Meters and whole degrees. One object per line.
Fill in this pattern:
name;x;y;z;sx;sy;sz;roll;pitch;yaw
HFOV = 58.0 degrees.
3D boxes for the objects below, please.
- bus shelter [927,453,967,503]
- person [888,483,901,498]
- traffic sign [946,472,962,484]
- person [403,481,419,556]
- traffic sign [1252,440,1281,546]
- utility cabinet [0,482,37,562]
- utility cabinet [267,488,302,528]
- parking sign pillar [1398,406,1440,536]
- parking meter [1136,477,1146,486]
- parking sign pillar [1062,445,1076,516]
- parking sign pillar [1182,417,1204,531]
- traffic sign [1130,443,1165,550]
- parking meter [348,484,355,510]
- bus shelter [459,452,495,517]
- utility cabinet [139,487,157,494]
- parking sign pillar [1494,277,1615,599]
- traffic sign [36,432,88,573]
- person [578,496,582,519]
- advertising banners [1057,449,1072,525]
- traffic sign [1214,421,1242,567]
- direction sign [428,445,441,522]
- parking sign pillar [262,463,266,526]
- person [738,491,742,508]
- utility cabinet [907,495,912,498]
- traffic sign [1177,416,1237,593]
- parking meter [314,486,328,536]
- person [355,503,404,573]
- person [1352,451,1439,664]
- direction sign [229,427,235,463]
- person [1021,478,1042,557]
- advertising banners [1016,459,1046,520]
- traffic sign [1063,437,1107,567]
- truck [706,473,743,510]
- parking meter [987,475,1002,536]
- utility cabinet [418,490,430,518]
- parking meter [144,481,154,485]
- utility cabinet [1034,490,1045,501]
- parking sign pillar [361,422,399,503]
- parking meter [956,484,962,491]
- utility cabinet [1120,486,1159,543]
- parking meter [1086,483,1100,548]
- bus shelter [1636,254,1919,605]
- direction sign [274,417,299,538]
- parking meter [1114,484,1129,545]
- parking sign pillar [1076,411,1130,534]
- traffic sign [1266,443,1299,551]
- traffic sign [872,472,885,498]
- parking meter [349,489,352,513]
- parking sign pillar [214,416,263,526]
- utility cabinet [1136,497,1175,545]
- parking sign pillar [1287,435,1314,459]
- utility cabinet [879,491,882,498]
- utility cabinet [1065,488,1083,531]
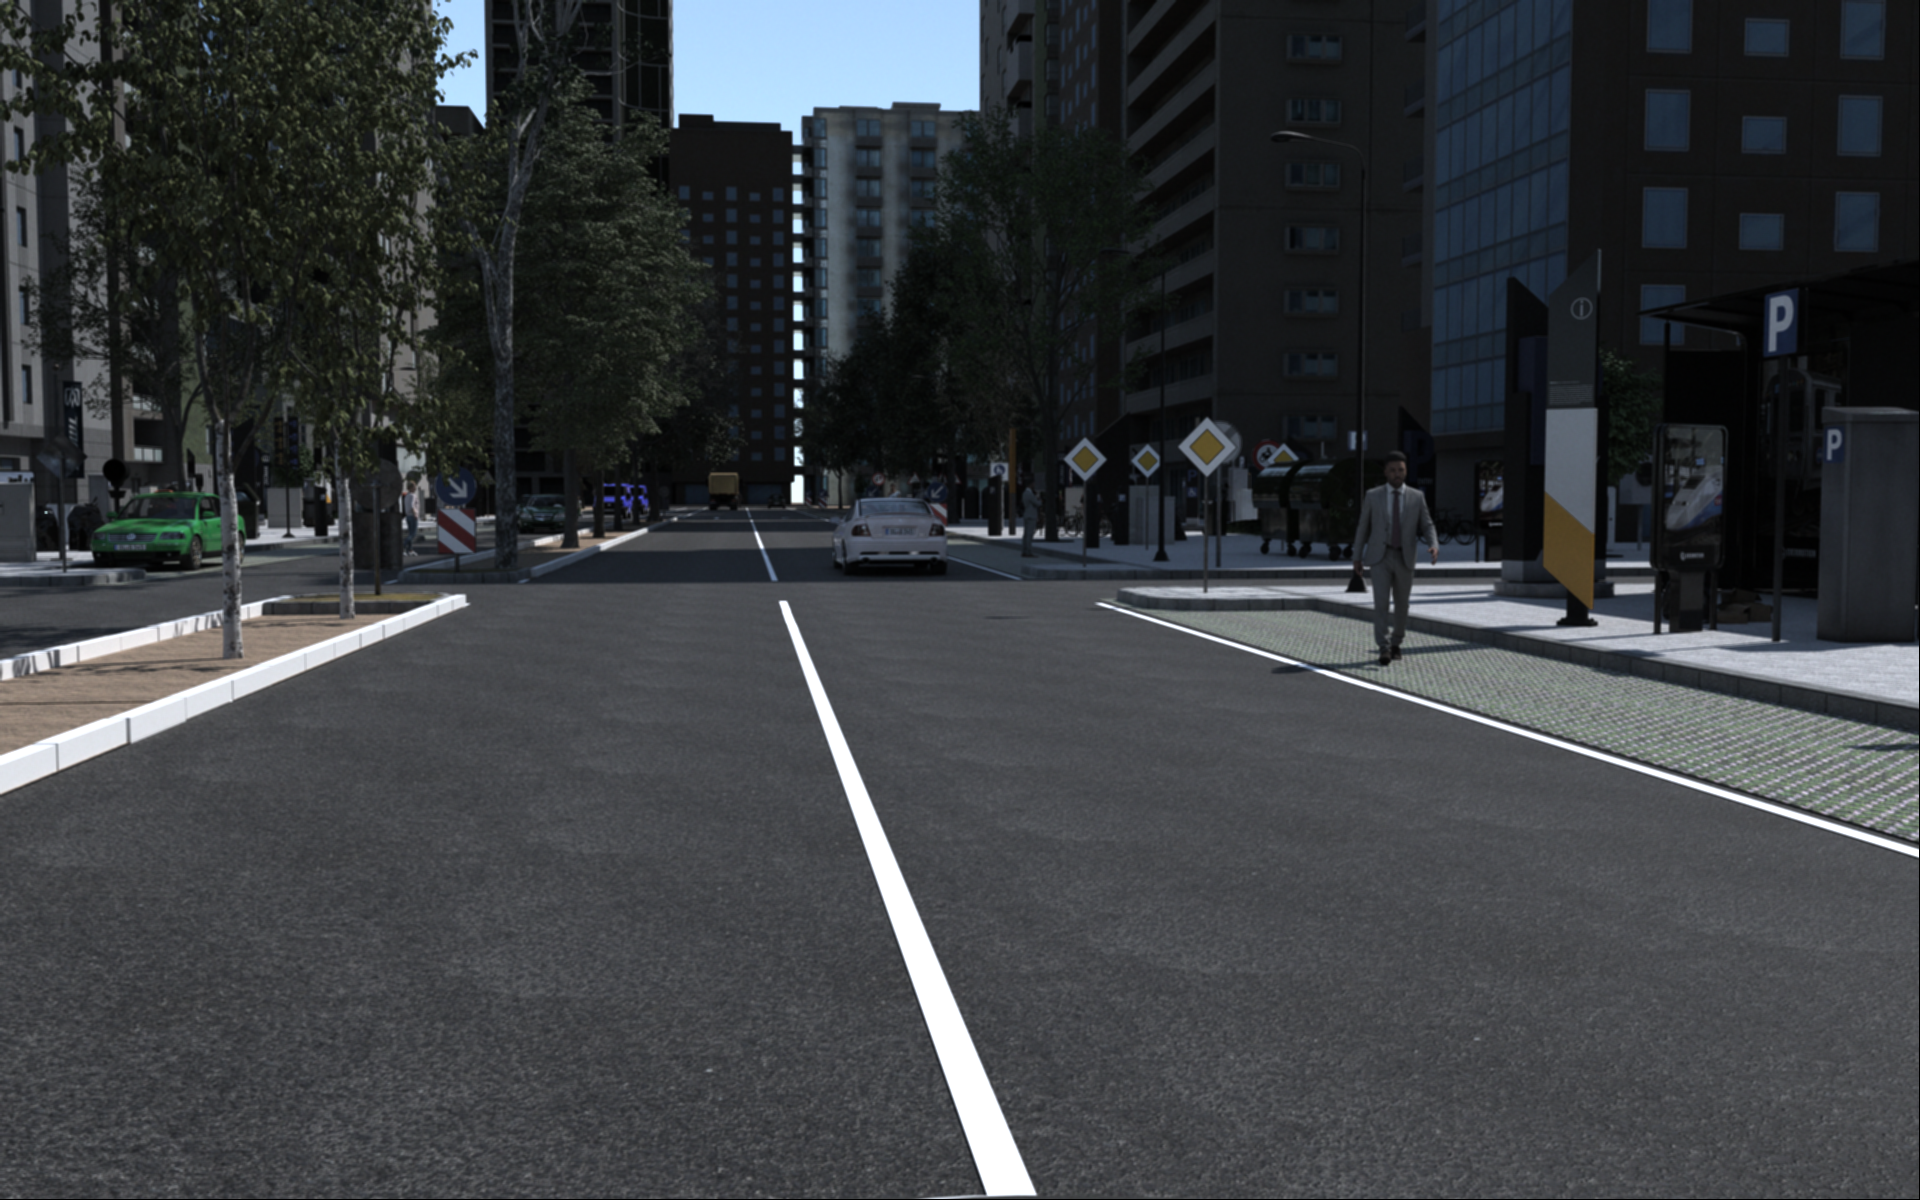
bus shelter;-0.763;-6.752;101.685;1.731;3.624;6.357;0;4;-7
person;-2.350;-3.203;60.956;0.616;1.811;0.778;2;4;26
traffic sign;-0.322;-5.675;92.795;0.884;2.594;0.081;0;4;-5
person;-12.738;-1.887;40.022;0.731;1.740;0.598;3;5;39
traffic sign;7.224;-2.482;40.680;0.768;2.556;0.104;0;4;1
utility cabinet;-18.033;-1.456;32.490;1.173;1.500;0.318;-1;4;-12
utility cabinet;-25.107;-3.407;64.385;1.173;1.500;0.318;-1;4;-16
parking sign pillar;14.060;-3.965;53.307;1.447;3.967;1.447;-2;4;-34
parking meter;6.171;-3.239;58.676;0.399;1.863;0.255;0;4;6
parking sign pillar;6.310;-6.491;94.603;1.447;3.967;1.447;1;4;23
parking sign pillar;8.114;-4.396;60.349;1.447;3.967;1.447;1;4;9
traffic sign;4.279;-2.350;39.609;0.795;2.450;0.064;0;4;-5
parking meter;-35.182;-5.777;100.168;0.255;1.863;0.399;1;4;10
bus shelter;-27.501;-6.639;99.825;1.731;3.624;6.357;0;4;-7
utility cabinet;-24.127;-2.619;51.500;0.318;1.500;1.173;-1;4;-15
parking sign pillar;7.488;-2.035;21.738;1.447;3.967;1.447;-1;4;-21
traffic sign;-14.631;-1.505;28.245;0.795;2.450;0.064;0;4;-7
person;-22.052;-5.357;100.330;0.306;1.304;0.590;1;4;21
advertising banners;4.088;-4.338;67.107;0.090;3.025;2.074;1;4;20
traffic sign;4.532;-1.847;30.306;0.768;2.556;0.104;0;4;-4
direction sign;-23.993;-5.350;79.469;0.379;3.537;0.876;3;5;43
parking sign pillar;-28.979;-5.002;70.261;1.447;3.967;1.447;-2;4;-35
person;-23.030;-10.442;179.773;0.990;1.755;0.434;1;4;18
utility cabinet;-2.459;-5.259;97.140;1.020;1.237;0.306;0;4;-7
traffic sign;3.184;-1.148;22.418;0.795;2.450;0.064;0;4;-7
parking meter;-19.414;-2.703;52.609;0.372;1.533;0.369;0;3;0
person;-10.373;-1.377;30.992;0.713;1.824;0.794;2;4;35
person;3.678;-0.360;14.666;0.678;1.792;0.850;0;4;8
direction sign;-24.611;-4.068;58.507;0.379;3.537;0.876;-3;4;-36
person;1.637;-1.860;39.097;0.466;1.800;0.511;-2;4;-29
advertising banners;3.569;-5.478;85.755;2.074;3.025;0.090;-2;4;-33
traffic sign;2.183;-1.633;30.341;0.795;2.450;0.064;0;4;-7
truck;-21.601;-9.941;158.454;3.469;3.379;9.791;0;4;-7
parking meter;1.065;-2.902;53.161;0.399;1.863;0.255;3;5;41
utility cabinet;-28.029;-5.009;90.576;0.318;1.500;1.173;0;4;-4
parking meter;-37.474;-4.550;80.096;0.399;1.863;0.255;1;4;19
utility cabinet;4.864;-5.751;102.702;1.173;1.500;0.318;0;4;6
parking sign pillar;-21.680;-4.662;64.694;1.447;3.967;1.447;0;4;-7
parking meter;-0.135;-5.523;96.018;0.399;1.863;0.255;-2;4;-31
utility cabinet;4.680;-2.215;44.896;1.173;1.500;0.318;3;4;39
parking meter;3.130;-2.004;41.179;0.372;1.533;0.369;0;3;0
bus shelter;9.962;-1.727;19.514;1.731;3.624;6.357;0;4;-7
direction sign;-19.794;-3.606;50.956;0.876;3.537;0.379;1;4;22
parking meter;4.069;-2.150;43.559;0.372;1.533;0.369;0;3;0
parking sign pillar;4.844;-4.134;56.060;1.447;3.967;1.447;-2;4;-31
traffic sign;7.271;-2.312;38.987;0.795;2.450;0.064;0;4;-3
traffic sign;-4.721;-6.148;100.623;0.768;2.556;0.104;0;4;-4
parking meter;-28.373;-4.392;80.220;0.372;1.533;0.369;0;3;0
parking sign pillar;-25.046;-4.367;59.865;1.447;3.967;1.447;-1;4;-20
utility cabinet;4.946;-2.000;43.862;1.020;1.237;0.306;-2;4;-28
parking sign pillar;15.312;-5.494;78.296;1.447;3.967;1.447;3;5;41
utility cabinet;-5.005;-5.752;102.728;0.318;1.500;1.173;2;4;24
utility cabinet;4.095;-3.091;59.221;0.318;1.500;1.173;-3;4;-36
